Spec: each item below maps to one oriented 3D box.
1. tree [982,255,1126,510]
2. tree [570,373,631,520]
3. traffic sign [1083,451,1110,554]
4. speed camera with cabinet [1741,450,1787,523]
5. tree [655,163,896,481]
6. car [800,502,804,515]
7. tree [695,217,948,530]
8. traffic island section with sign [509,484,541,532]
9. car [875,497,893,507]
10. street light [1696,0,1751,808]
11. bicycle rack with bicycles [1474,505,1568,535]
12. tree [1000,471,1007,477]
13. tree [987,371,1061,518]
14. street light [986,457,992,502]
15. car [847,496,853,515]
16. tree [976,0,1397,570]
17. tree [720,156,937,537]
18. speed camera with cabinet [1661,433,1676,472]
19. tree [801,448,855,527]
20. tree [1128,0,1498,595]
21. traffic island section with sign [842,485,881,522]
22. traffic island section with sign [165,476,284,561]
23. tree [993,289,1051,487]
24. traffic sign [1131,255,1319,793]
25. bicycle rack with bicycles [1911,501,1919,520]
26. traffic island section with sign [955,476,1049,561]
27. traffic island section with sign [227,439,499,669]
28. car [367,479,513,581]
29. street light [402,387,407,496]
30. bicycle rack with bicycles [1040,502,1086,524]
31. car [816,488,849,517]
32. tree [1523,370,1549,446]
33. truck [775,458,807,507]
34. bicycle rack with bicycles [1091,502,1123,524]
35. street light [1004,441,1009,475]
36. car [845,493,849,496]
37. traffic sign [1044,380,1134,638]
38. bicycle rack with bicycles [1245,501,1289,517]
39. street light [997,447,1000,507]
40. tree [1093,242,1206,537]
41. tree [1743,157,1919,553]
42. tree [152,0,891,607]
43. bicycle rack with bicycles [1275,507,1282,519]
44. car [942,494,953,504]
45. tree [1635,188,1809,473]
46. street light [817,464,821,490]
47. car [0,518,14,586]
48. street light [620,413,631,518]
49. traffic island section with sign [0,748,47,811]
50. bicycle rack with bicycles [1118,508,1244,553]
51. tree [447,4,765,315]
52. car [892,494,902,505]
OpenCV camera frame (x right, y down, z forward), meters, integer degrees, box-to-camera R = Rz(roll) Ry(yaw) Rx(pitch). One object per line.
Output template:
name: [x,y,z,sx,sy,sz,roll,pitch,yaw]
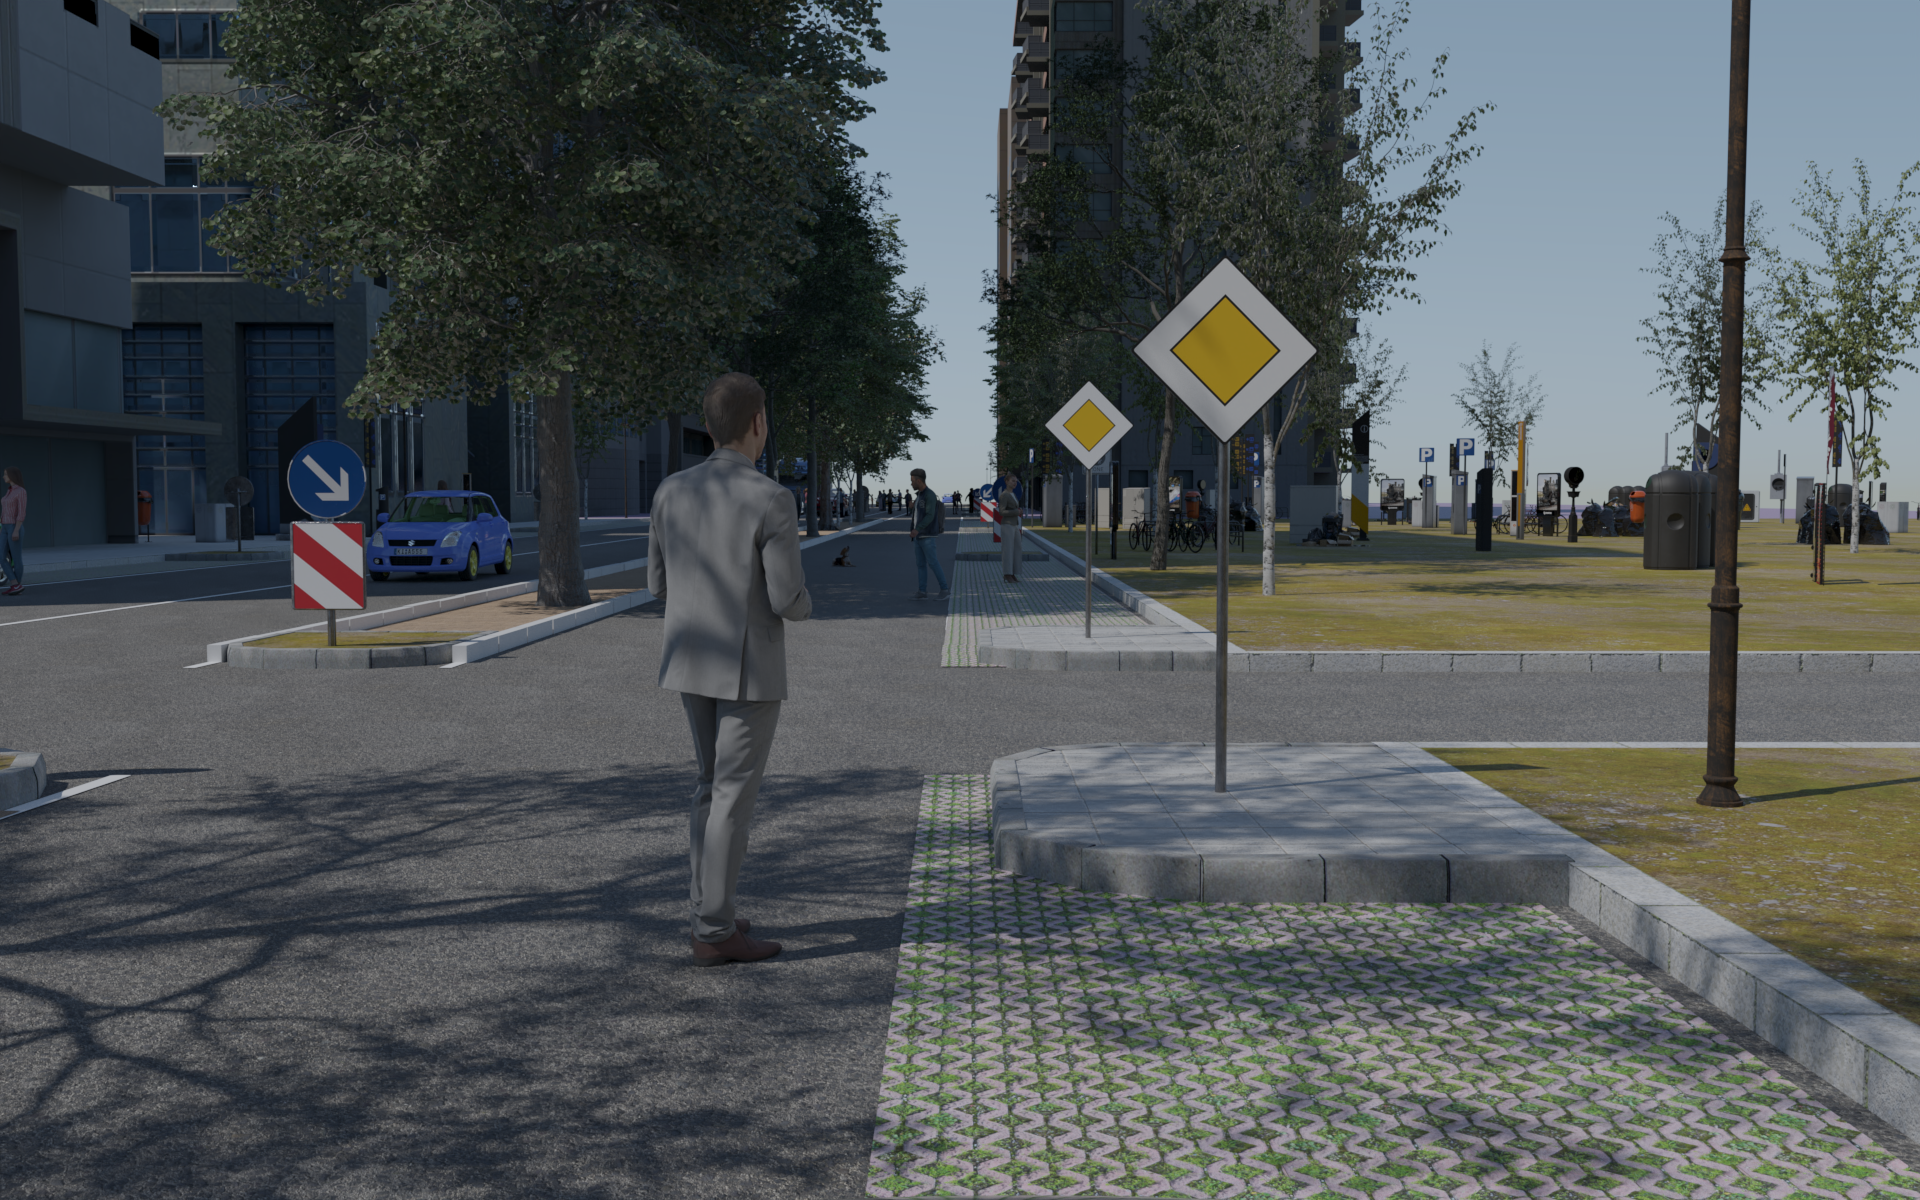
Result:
tree: [4.398,-10.051,82.459,7.486,12.596,7.792,0,3,0]
tree: [-18.631,-8.326,86.488,4.737,8.622,4.395,0,3,0]
traffic sign: [2.898,-2.116,36.723,0.606,2.300,0.079,0,4,5]
speed camera with cabinet: [35.835,-5.083,77.446,2.038,3.252,0.660,2,4,25]
tree: [-5.298,-7.310,47.739,9.928,11.665,9.643,0,3,0]
car: [-11.729,-6.517,118.916,2.083,1.381,4.827,0,4,-1]
tree: [-5.282,-9.076,67.851,9.611,12.733,9.660,0,3,0]
traffic island section with sign: [-15.849,-3.469,65.338,1.989,1.847,2.006,0,4,0]
car: [-8.522,-11.222,193.707,2.015,1.641,3.980,0,4,0]
street light: [3.144,-2.092,6.989,0.468,5.910,1.993,0,4,0]
bicycle rack with bicycles: [18.002,-2.577,55.512,2.925,0.926,2.852,1,4,16]
tree: [3.629,-9.087,143.181,1.663,3.219,1.824,0,3,0]
tree: [3.751,-8.640,91.619,4.737,8.622,4.395,0,3,0]
street light: [3.712,-14.499,209.853,0.468,5.910,1.993,0,4,0]
car: [-8.111,-6.362,116.017,2.014,1.417,4.499,0,4,0]
tree: [3.688,-5.777,28.870,7.601,10.594,8.767,1,4,9]
tree: [-4.815,-8.338,56.918,7.486,12.596,7.792,0,3,0]
speed camera with cabinet: [22.762,-3.723,55.208,0.660,3.252,2.038,1,4,17]
tree: [-5.100,-7.782,80.063,4.737,8.622,4.395,0,3,0]
tree: [4.115,-4.356,21.579,4.360,8.622,3.978,0,3,0]
traffic island section with sign: [-5.107,-5.024,90.272,2.006,1.907,1.989,0,4,0]
traffic island section with sign: [-15.922,-1.782,37.766,1.989,1.847,2.006,0,4,0]
tree: [3.479,-6.583,58.002,4.360,8.622,3.978,0,3,0]
traffic sign: [1.120,-0.229,7.395,0.795,2.450,0.064,0,4,0]
bicycle rack with bicycles: [47.606,-4.332,84.205,2.852,0.926,2.925,3,4,39]
traffic island section with sign: [0.899,-1.771,37.584,1.989,1.847,2.006,0,4,0]
traffic island section with sign: [-5.287,-0.428,15.134,2.006,1.907,1.989,0,4,0]
car: [-8.881,-1.229,29.691,1.945,1.707,3.694,0,4,-1]
street light: [-17.830,-5.065,55.601,0.468,5.910,1.993,0,4,0]
bicycle rack with bicycles: [5.129,-4.020,79.108,2.852,0.926,2.925,2,4,29]
car: [-8.282,-6.262,111.058,2.281,1.827,5.304,0,4,1]
tree: [25.682,-8.095,82.717,4.360,8.622,3.978,0,3,0]
truck: [-12.357,-8.885,135.034,2.967,4.110,18.799,0,4,-2]
bicycle rack with bicycles: [7.198,-3.430,69.462,2.925,0.926,2.852,-2,4,-32]
street light: [3.443,-9.368,125.947,0.468,5.910,1.993,0,4,0]
car: [-12.860,-11.278,193.988,1.945,1.707,3.694,0,4,-1]
traffic sign: [1.140,-0.718,15.380,0.795,2.450,0.064,0,4,0]
bicycle rack with bicycles: [15.507,-4.652,89.447,2.925,0.926,2.852,-1,4,-20]
street light: [3.699,-11.813,165.928,0.468,5.910,1.993,0,4,0]
tree: [6.079,-6.200,51.732,4.737,8.622,4.395,0,3,0]
tree: [19.145,-5.313,37.227,4.737,8.622,4.395,0,3,0]
tree: [-5.068,-6.883,21.656,9.857,13.997,8.962,0,3,0]
bicycle rack with bicycles: [5.913,-1.823,43.193,2.925,0.926,2.852,-3,5,-41]
car: [-1.556,-13.751,234.422,1.945,1.707,3.694,0,4,1]
tree: [18.553,-5.642,42.614,4.360,8.622,3.978,0,3,0]
street light: [-17.530,-14.859,215.734,0.468,5.910,1.993,0,4,0]
car: [-15.685,-1.012,25.348,1.959,1.807,4.718,0,3,0]
street light: [-17.806,-7.305,92.221,0.468,5.910,1.993,0,4,0]
traffic island section with sign: [-5.315,0.025,7.727,2.006,1.907,1.989,0,4,0]
bicycle rack with bicycles: [5.155,-1.555,38.807,2.852,0.926,2.925,0,4,-5]
tree: [-5.364,-5.772,31.236,8.767,10.594,7.601,0,4,0]
car: [-8.338,-12.846,221.824,2.131,1.459,4.920,0,4,-1]
